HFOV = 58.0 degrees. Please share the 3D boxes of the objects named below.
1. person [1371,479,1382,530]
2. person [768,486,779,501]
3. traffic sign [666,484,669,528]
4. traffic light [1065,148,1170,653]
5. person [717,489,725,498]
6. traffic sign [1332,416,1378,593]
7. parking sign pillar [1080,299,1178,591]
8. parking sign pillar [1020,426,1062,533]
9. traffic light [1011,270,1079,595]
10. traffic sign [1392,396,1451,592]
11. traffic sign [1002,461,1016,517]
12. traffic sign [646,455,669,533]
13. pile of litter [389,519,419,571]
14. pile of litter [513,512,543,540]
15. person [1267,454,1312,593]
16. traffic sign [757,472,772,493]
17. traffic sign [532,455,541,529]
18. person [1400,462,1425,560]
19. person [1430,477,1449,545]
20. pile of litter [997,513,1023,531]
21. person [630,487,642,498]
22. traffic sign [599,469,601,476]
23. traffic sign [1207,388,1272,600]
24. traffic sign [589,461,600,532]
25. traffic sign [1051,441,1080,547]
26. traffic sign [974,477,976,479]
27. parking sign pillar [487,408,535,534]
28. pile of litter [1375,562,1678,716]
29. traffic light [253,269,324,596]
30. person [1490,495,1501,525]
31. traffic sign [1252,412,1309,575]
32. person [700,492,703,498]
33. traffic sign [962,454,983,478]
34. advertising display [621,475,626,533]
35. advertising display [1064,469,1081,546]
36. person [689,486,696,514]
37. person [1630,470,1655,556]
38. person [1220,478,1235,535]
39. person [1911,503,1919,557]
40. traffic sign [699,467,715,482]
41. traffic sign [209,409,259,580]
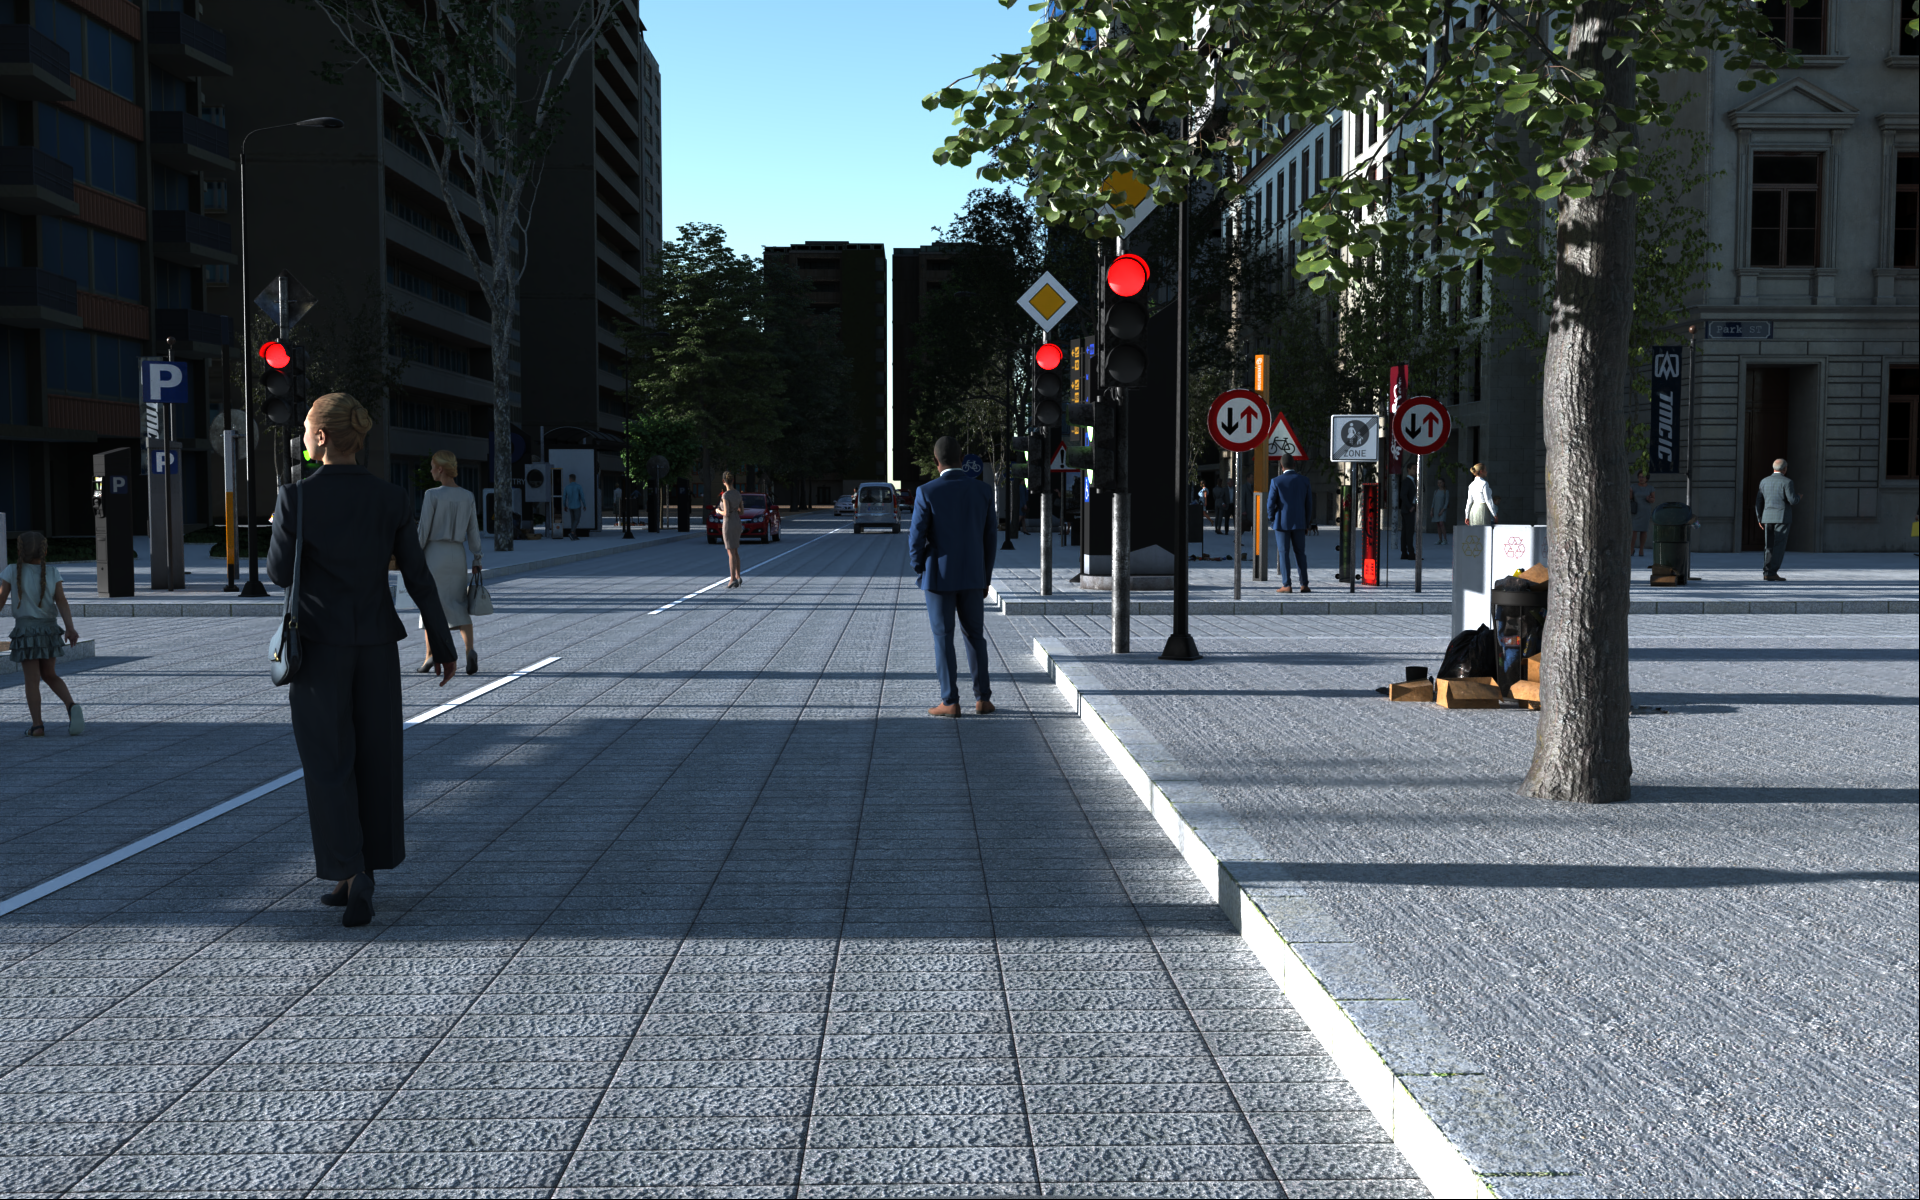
[{"bbox_3d":[14.618,-3.350,60.995,0.590,1.801,0.661,2,4,28],"label":"person"},{"bbox_3d":[-11.324,-5.921,103.564,1.217,1.735,0.721,-3,5,-43],"label":"person"},{"bbox_3d":[-11.192,-4.047,66.278,0.768,2.556,0.104,0,4,4],"label":"traffic sign"},{"bbox_3d":[1.280,-1.528,13.896,0.839,4.253,0.868,0,4,-1],"label":"traffic light"},{"bbox_3d":[-23.571,-10.170,172.264,1.348,1.831,0.705,2,4,32],"label":"person"},{"bbox_3d":[5.093,-1.240,22.411,0.606,2.300,0.079,0,4,4],"label":"traffic sign"},{"bbox_3d":[2.366,-2.146,23.560,1.447,3.967,1.447,0,4,-5],"label":"parking sign pillar"},{"bbox_3d":[2.757,-4.265,58.209,1.447,3.967,1.447,-2,4,-29],"label":"parking sign pillar"},{"bbox_3d":[1.076,-2.016,21.879,0.839,4.253,0.868,0,4,-1],"label":"traffic light"},{"bbox_3d":[5.982,-1.372,22.534,0.768,2.556,0.104,0,4,-1],"label":"traffic sign"},{"bbox_3d":[2.021,-4.118,67.439,0.768,2.556,0.104,0,4,3],"label":"traffic sign"},{"bbox_3d":[-9.887,-3.460,56.676,0.768,2.556,0.104,0,4,6],"label":"traffic sign"},{"bbox_3d":[-9.648,-0.956,29.598,1.176,0.858,1.719,0,4,-3],"label":"pile of litter"},{"bbox_3d":[-12.389,-2.143,49.010,1.176,0.858,1.719,0,4,-5],"label":"pile of litter"},{"bbox_3d":[4.306,-0.994,22.483,0.721,1.800,0.419,-1,4,-16],"label":"person"},{"bbox_3d":[-10.819,-5.867,95.926,0.884,2.594,0.081,0,4,8],"label":"traffic sign"},{"bbox_3d":[-13.899,-3.431,56.204,0.768,2.556,0.104,0,4,2],"label":"traffic sign"},{"bbox_3d":[8.857,-1.741,33.873,0.474,1.900,0.648,1,4,17],"label":"person"},{"bbox_3d":[12.222,-2.261,44.009,0.522,1.701,0.512,-3,5,-41],"label":"person"},{"bbox_3d":[1.825,-2.852,60.592,1.719,0.858,1.176,-2,4,-24],"label":"pile of litter"},{"bbox_3d":[-24.169,-7.524,129.047,0.705,1.826,1.348,3,5,43],"label":"person"},{"bbox_3d":[-14.218,-4.074,66.723,0.768,2.556,0.104,0,4,6],"label":"traffic sign"},{"bbox_3d":[3.376,-1.277,20.993,0.768,2.556,0.104,0,4,6],"label":"traffic sign"},{"bbox_3d":[-12.414,-3.533,57.863,0.768,2.556,0.104,0,4,0],"label":"traffic sign"},{"bbox_3d":[2.493,-2.582,42.217,0.884,2.594,0.081,0,4,6],"label":"traffic sign"},{"bbox_3d":[0.335,-4.304,70.476,0.768,2.556,0.104,0,3,0],"label":"traffic sign"},{"bbox_3d":[-14.027,-4.005,53.962,1.447,3.967,1.447,0,4,-5],"label":"parking sign pillar"},{"bbox_3d":[3.392,0.208,10.564,1.176,0.858,1.719,-2,4,-34],"label":"pile of litter"},{"bbox_3d":[-8.382,-2.000,21.622,0.839,4.253,0.868,0,4,-1],"label":"traffic light"},{"bbox_3d":[12.635,-1.855,41.063,0.352,1.250,0.332,1,4,14],"label":"person"},{"bbox_3d":[5.057,-1.675,27.389,0.884,2.594,0.081,0,4,4],"label":"traffic sign"},{"bbox_3d":[-23.421,-9.107,158.123,0.799,1.438,0.628,0,4,2],"label":"person"},{"bbox_3d":[0.354,-3.346,54.805,0.768,2.556,0.104,0,4,1],"label":"traffic sign"},{"bbox_3d":[-11.254,-3.228,57.999,0.123,1.923,0.974,-1,4,-10],"label":"advertising display"},{"bbox_3d":[2.933,-2.317,43.099,0.974,1.923,0.123,-3,4,-39],"label":"advertising display"},{"bbox_3d":[-17.778,-6.554,113.331,1.348,1.807,0.705,2,4,31],"label":"person"},{"bbox_3d":[13.910,-1.788,35.633,0.716,1.782,0.532,1,4,23],"label":"person"},{"bbox_3d":[8.509,-2.926,54.286,0.661,1.777,0.834,-1,4,-13],"label":"person"},{"bbox_3d":[20.004,-1.747,34.826,1.509,1.804,0.699,2,4,33],"label":"person"},{"bbox_3d":[-11.693,-4.886,79.996,0.768,2.556,0.104,0,4,4],"label":"traffic sign"},{"bbox_3d":[-10.861,-1.579,25.923,0.768,2.556,0.104,0,4,4],"label":"traffic sign"}]
